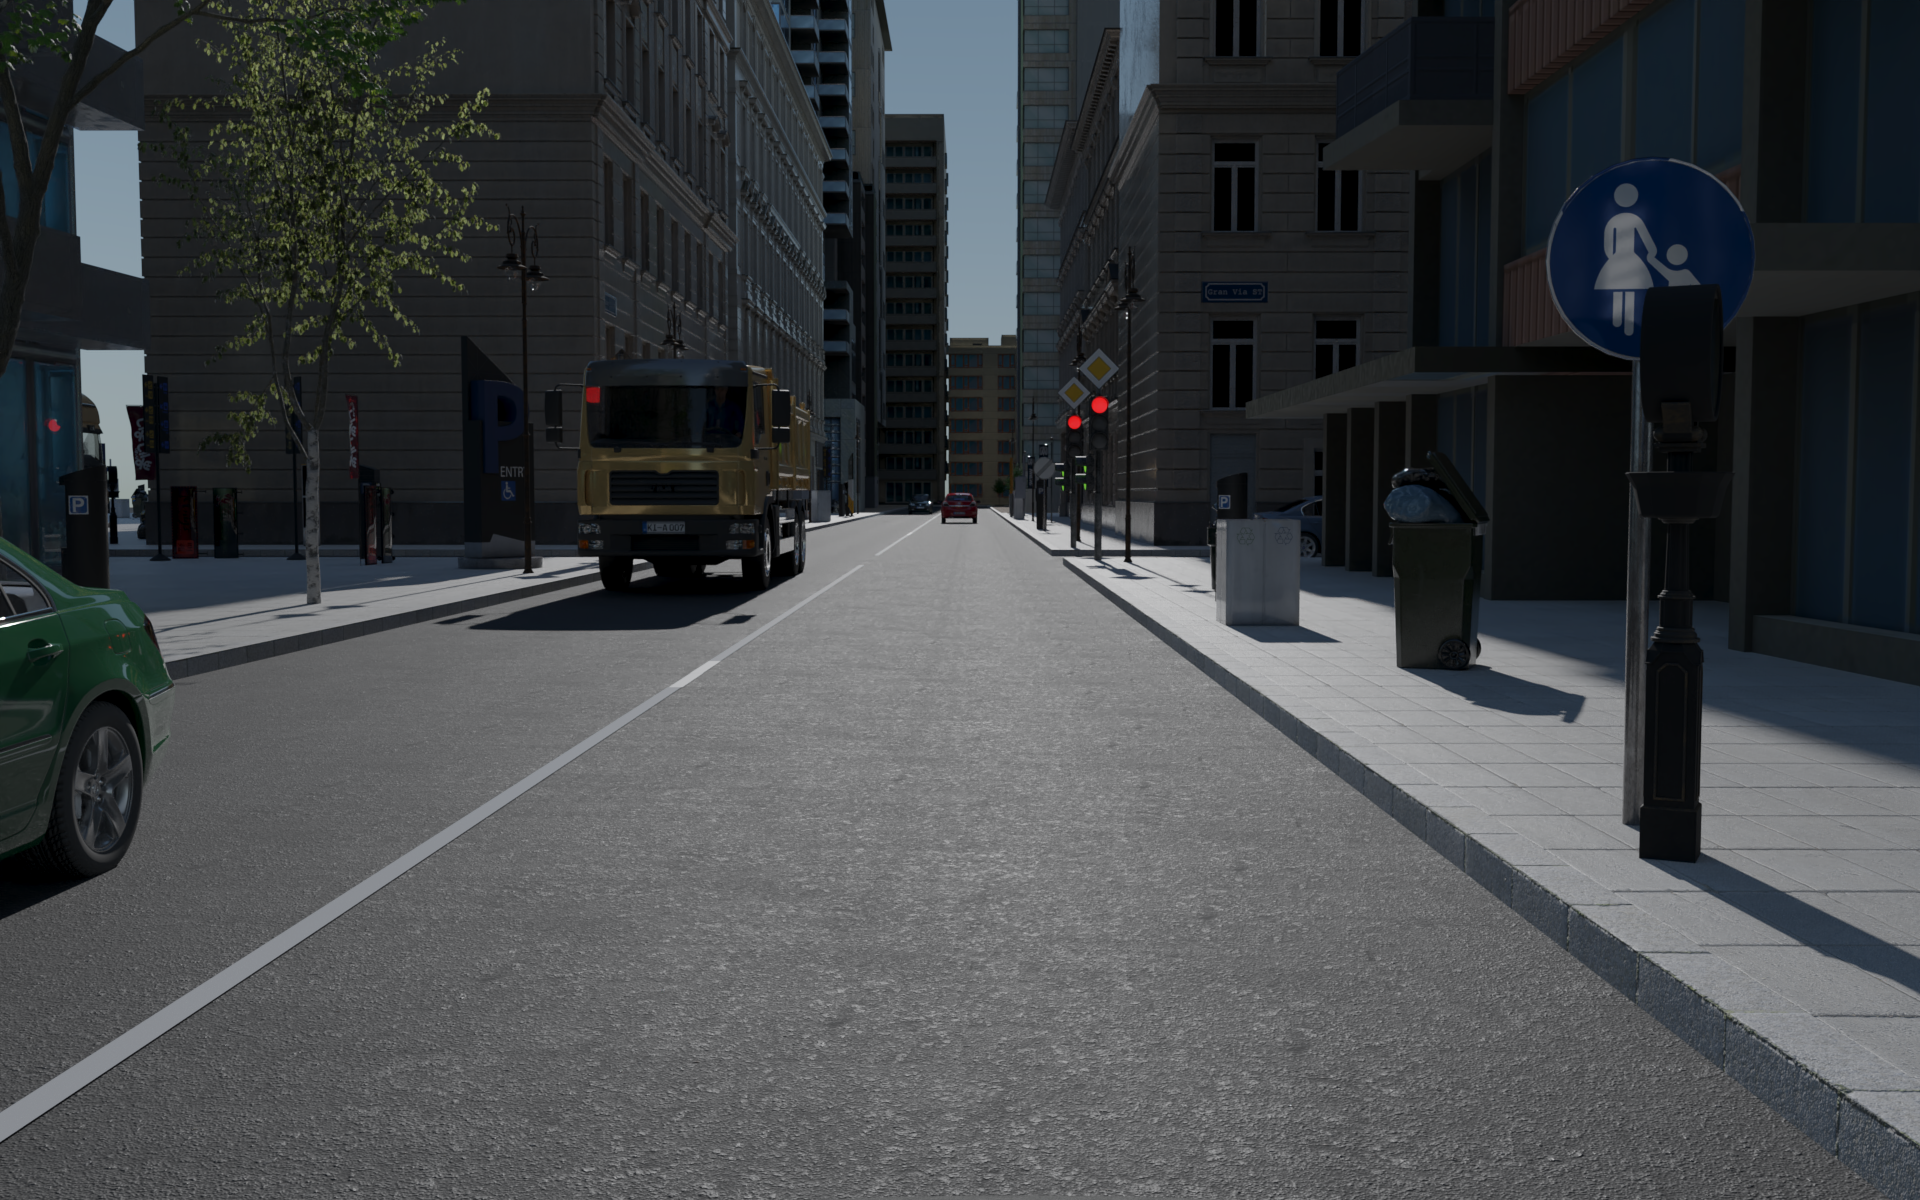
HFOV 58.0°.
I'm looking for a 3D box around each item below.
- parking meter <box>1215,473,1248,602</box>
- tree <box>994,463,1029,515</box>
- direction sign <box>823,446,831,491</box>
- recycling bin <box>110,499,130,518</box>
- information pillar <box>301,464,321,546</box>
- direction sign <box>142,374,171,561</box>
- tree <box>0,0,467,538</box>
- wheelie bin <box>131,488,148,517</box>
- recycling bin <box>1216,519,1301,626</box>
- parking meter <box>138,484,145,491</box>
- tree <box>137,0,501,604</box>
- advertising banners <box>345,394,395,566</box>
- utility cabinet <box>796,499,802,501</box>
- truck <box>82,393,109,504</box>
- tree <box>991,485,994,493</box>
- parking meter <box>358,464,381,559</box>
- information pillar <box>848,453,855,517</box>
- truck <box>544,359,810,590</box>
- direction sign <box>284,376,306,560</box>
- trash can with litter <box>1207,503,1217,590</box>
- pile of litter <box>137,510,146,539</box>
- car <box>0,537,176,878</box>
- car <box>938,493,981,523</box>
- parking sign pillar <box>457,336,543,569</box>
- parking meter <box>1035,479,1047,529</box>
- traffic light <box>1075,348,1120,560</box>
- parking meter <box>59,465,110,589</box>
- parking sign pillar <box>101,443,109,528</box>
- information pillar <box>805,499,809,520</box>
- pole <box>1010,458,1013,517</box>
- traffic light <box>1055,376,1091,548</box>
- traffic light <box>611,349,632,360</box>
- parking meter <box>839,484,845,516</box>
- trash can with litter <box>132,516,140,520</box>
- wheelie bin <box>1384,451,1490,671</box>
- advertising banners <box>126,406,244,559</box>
[{"bbox_3d":[3.230,-0.746,20.611,0.372,1.533,0.369,0,3,0],"label":"parking meter"},{"bbox_3d":[3.544,-7.312,114.145,1.663,3.219,1.824,0,3,0],"label":"tree"},{"bbox_3d":[-6.350,-5.537,82.525,0.379,3.537,0.876,1,4,20],"label":"direction sign"},{"bbox_3d":[-45.026,-4.910,92.825,0.722,1.027,0.722,0,4,7],"label":"recycling bin"},{"bbox_3d":[-15.937,-2.326,42.529,0.304,2.012,0.304,3,5,40],"label":"information pillar"},{"bbox_3d":[-15.385,-2.521,33.210,0.379,3.537,0.876,0,4,4],"label":"direction sign"},{"bbox_3d":[-7.702,-5.376,13.651,9.928,11.665,9.643,0,3,0],"label":"tree"},{"bbox_3d":[-44.941,-5.324,94.956,0.693,1.594,0.980,0,4,7],"label":"wheelie bin"},{"bbox_3d":[2.953,-0.283,17.187,0.722,1.027,0.722,0,4,0],"label":"recycling bin"},{"bbox_3d":[-47.174,-5.754,99.791,0.399,1.863,0.255,-1,4,-21],"label":"parking meter"},{"bbox_3d":[-7.557,-4.276,20.268,4.360,8.622,3.978,0,3,0],"label":"tree"},{"bbox_3d":[-10.665,-2.148,31.311,0.090,3.025,2.074,0,4,3],"label":"advertising banners"},{"bbox_3d":[-7.536,-4.294,81.375,0.306,1.237,1.020,0,4,-1],"label":"utility cabinet"},{"bbox_3d":[-24.211,-3.010,38.123,11.283,4.237,2.839,0,3,0],"label":"truck"},{"bbox_3d":[4.601,-12.203,194.119,1.663,3.219,1.824,0,3,0],"label":"tree"},{"bbox_3d":[-11.649,-1.743,34.211,0.399,1.863,0.255,0,4,6],"label":"parking meter"},{"bbox_3d":[-6.211,-6.564,98.673,0.183,3.616,0.504,-2,4,-32],"label":"information pillar"},{"bbox_3d":[-4.113,-1.966,28.075,3.469,3.379,9.791,0,3,0],"label":"truck"},{"bbox_3d":[-12.938,-2.550,33.686,0.379,3.537,0.876,-3,5,-40],"label":"direction sign"},{"bbox_3d":[3.808,-0.706,22.935,1.055,1.170,0.624,1,4,21],"label":"trash can with litter"},{"bbox_3d":[-23.028,-2.186,49.707,1.176,0.858,1.719,0,4,-3],"label":"pile of litter"},{"bbox_3d":[-4.101,0.406,5.165,2.131,1.459,4.920,0,4,-1],"label":"car"},{"bbox_3d":[-0.038,-4.709,86.040,2.155,1.783,4.494,0,4,0],"label":"car"},{"bbox_3d":[-8.010,-2.545,30.091,1.447,3.967,1.447,2,4,30],"label":"parking sign pillar"},{"bbox_3d":[2.962,-3.516,63.199,0.399,1.863,0.255,1,4,15],"label":"parking meter"},{"bbox_3d":[2.653,-2.722,33.433,0.839,4.253,0.868,0,4,0],"label":"traffic light"},{"bbox_3d":[-7.596,-0.405,15.038,0.372,1.533,0.369,0,3,0],"label":"parking meter"},{"bbox_3d":[-33.104,-4.754,66.200,1.447,3.967,1.447,3,5,45],"label":"parking sign pillar"},{"bbox_3d":[-7.712,-5.039,86.883,0.304,2.012,0.304,2,4,32],"label":"information pillar"},{"bbox_3d":[2.889,-6.294,96.744,0.158,3.312,0.155,0,3,0],"label":"pole"},{"bbox_3d":[2.701,-3.211,41.418,0.839,4.253,0.868,0,4,0],"label":"traffic light"},{"bbox_3d":[-6.509,-2.725,33.472,0.839,4.253,0.868,0,4,0],"label":"traffic light"},{"bbox_3d":[-6.804,-5.750,99.724,0.255,1.863,0.399,1,4,20],"label":"parking meter"},{"bbox_3d":[-43.041,-4.938,91.786,2.233,1.210,1.678,-3,5,-45],"label":"trash can with litter"},{"bbox_3d":[3.528,-0.302,12.849,0.693,1.594,0.980,2,4,24],"label":"wheelie bin"},{"bbox_3d":[-15.329,-2.329,34.266,2.074,3.025,0.090,-1,4,-16],"label":"advertising banners"}]
